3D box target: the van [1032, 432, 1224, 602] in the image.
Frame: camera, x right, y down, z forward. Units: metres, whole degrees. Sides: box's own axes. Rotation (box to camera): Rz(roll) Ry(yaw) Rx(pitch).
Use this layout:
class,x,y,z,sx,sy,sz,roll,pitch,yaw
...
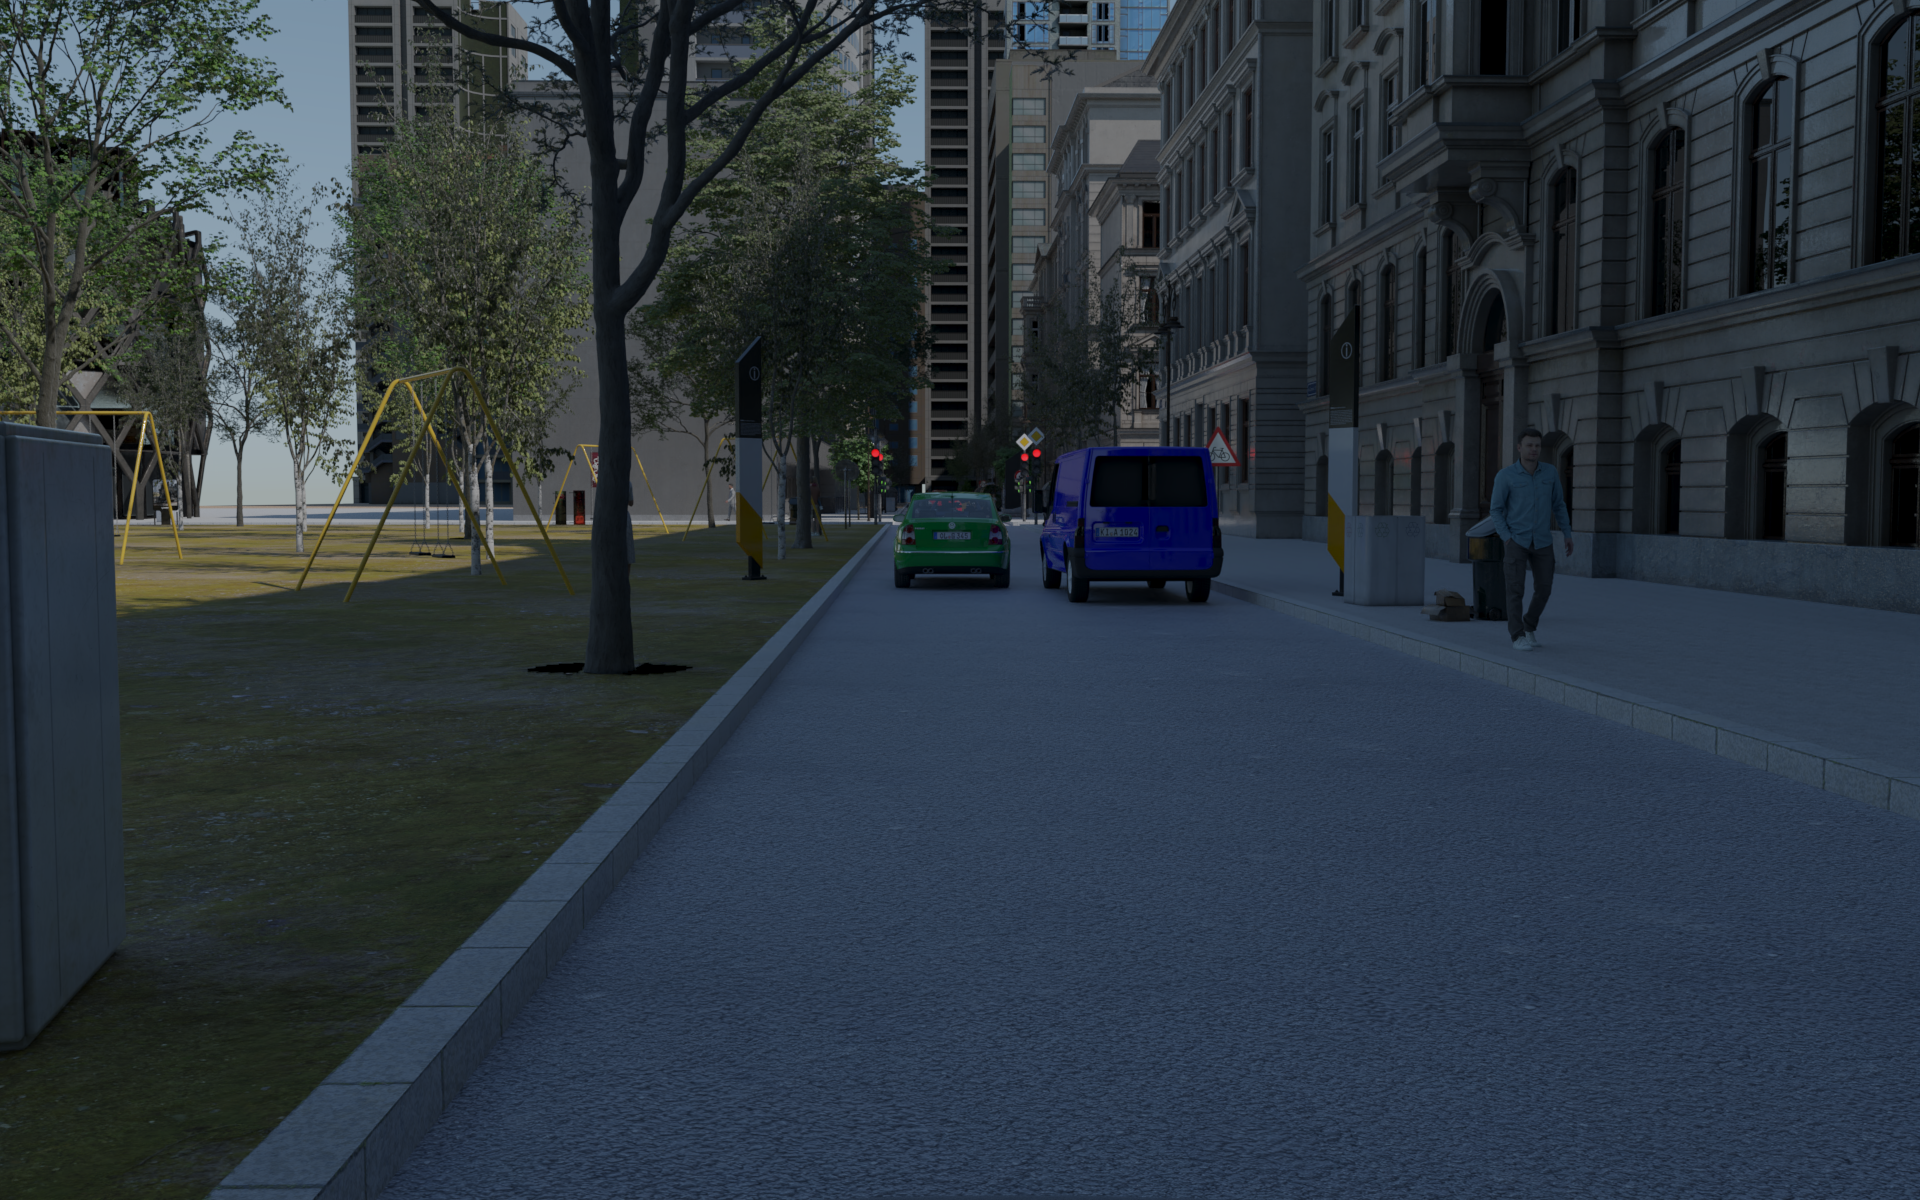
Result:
class,x,y,z,sx,sy,sz,roll,pitch,yaw
van,2.285,-1.236,24.589,2.240,2.365,5.245,0,4,-3

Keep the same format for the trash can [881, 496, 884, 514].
class,x,y,z,sx,sy,sz,roll,pitch,yaw
trash can,-5.046,-5.788,106.292,0.748,1.137,0.748,0,3,0

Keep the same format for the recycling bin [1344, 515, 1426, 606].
class,x,y,z,sx,sy,sz,roll,pitch,yaw
recycling bin,4.930,-0.463,20.132,0.722,1.027,0.722,-1,4,-9

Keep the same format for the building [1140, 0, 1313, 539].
class,x,y,z,sx,sy,sz,roll,pitch,yaw
building,13.192,-13.616,58.771,11.583,22.565,21.152,0,4,-1

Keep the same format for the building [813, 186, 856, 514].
class,x,y,z,sx,sy,sz,roll,pitch,yaw
building,-14.108,-20.035,124.843,12.463,27.353,25.104,0,4,-1

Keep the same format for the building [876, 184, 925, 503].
class,x,y,z,sx,sy,sz,roll,pitch,yaw
building,-12.149,-36.623,248.890,14.200,45.320,14.600,0,4,-1

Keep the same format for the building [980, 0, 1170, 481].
class,x,y,z,sx,sy,sz,roll,pitch,yaw
building,14.219,-54.985,211.681,22.319,86.520,31.000,0,4,-1

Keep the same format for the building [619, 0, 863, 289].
class,x,y,z,sx,sy,sz,roll,pitch,yaw
building,-20.342,-38.321,168.539,21.231,58.520,28.212,0,4,-1

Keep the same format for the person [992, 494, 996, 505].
class,x,y,z,sx,sy,sz,roll,pitch,yaw
person,2.326,-6.567,117.662,0.306,1.304,0.590,2,4,28

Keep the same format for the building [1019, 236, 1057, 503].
class,x,y,z,sx,sy,sz,roll,pitch,yaw
building,12.035,-19.518,138.209,14.460,24.649,34.723,0,4,-1

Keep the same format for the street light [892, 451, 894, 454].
class,x,y,z,sx,sy,sz,roll,pitch,yaw
street light,-5.947,-10.834,149.917,0.468,5.910,1.993,0,4,-1

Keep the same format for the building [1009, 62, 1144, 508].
class,x,y,z,sx,sy,sz,roll,pitch,yaw
building,11.661,-29.613,167.760,14.154,41.232,14.086,0,4,-1

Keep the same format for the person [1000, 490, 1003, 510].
class,x,y,z,sx,sy,sz,roll,pitch,yaw
person,3.542,-8.363,142.961,0.709,1.800,0.728,-3,4,-39

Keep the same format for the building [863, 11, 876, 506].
class,x,y,z,sx,sy,sz,roll,pitch,yaw
building,-21.104,-47.607,216.631,20.611,71.187,20.563,0,4,-1

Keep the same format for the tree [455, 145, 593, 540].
class,x,y,z,sx,sy,sz,roll,pitch,yaw
tree,-14.003,-7.517,48.658,9.928,11.665,9.643,0,3,0

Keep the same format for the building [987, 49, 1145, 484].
class,x,y,z,sx,sy,sz,roll,pitch,yaw
building,14.015,-34.416,186.397,21.300,48.544,21.600,0,4,-1

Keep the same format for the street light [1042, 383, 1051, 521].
class,x,y,z,sx,sy,sz,roll,pitch,yaw
street light,3.547,-6.067,71.979,0.468,5.910,1.993,0,4,-1

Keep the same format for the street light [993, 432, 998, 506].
class,x,y,z,sx,sy,sz,roll,pitch,yaw
street light,2.456,-9.031,120.452,0.468,5.910,1.993,0,4,-1

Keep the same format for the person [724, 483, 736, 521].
class,x,y,z,sx,sy,sz,roll,pitch,yaw
person,-10.722,-4.610,81.698,0.850,1.792,0.678,-1,4,-13

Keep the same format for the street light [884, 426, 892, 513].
class,x,y,z,sx,sy,sz,roll,pitch,yaw
street light,-4.999,-8.750,115.855,0.468,5.910,1.993,0,4,-1

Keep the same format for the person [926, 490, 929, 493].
class,x,y,z,sx,sy,sz,roll,pitch,yaw
person,-2.994,-9.243,159.644,0.705,1.821,1.348,-1,4,-13

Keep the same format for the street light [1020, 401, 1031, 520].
class,x,y,z,sx,sy,sz,roll,pitch,yaw
street light,3.269,-6.948,86.387,0.468,5.910,1.993,0,4,-1

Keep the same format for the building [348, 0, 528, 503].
class,x,y,z,sx,sy,sz,roll,pitch,yaw
building,-74.195,-49.573,248.776,20.611,71.187,20.563,0,4,-1

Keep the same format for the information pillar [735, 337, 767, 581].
class,x,y,z,sx,sy,sz,roll,pitch,yaw
information pillar,-3.122,-2.101,25.700,0.183,3.616,0.504,3,4,38

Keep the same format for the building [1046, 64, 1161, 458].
class,x,y,z,sx,sy,sz,roll,pitch,yaw
building,13.089,-19.643,108.549,14.401,28.519,23.554,0,4,-1

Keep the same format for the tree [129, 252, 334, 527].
class,x,y,z,sx,sy,sz,roll,pitch,yaw
tree,-28.465,-8.151,67.681,8.767,10.594,7.601,0,4,5

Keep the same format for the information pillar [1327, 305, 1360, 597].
class,x,y,z,sx,sy,sz,roll,pitch,yaw
information pillar,4.816,-1.857,21.718,0.183,3.616,0.504,-2,4,-27

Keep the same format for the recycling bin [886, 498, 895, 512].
class,x,y,z,sx,sy,sz,roll,pitch,yaw
recycling bin,-5.001,-6.790,123.564,0.722,1.027,0.722,0,4,-3

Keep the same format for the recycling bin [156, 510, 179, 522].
class,x,y,z,sx,sy,sz,roll,pitch,yaw
recycling bin,-36.112,-4.062,78.960,0.722,1.027,0.722,1,4,17

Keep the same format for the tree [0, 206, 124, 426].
class,x,y,z,sx,sy,sz,roll,pitch,yaw
tree,-23.253,-5.695,43.470,4.737,8.622,4.395,0,3,0

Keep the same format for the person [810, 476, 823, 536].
class,x,y,z,sx,sy,sz,roll,pitch,yaw
person,-4.474,-2.863,52.830,0.573,1.828,0.580,0,4,0

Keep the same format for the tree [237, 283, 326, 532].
class,x,y,z,sx,sy,sz,roll,pitch,yaw
tree,-22.308,-6.627,58.722,4.737,8.622,4.395,0,3,0

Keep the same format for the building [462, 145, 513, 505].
class,x,y,z,sx,sy,sz,roll,pitch,yaw
building,-45.826,-34.360,216.417,28.867,44.769,22.147,0,4,-1

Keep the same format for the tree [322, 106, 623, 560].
class,x,y,z,sx,sy,sz,roll,pitch,yaw
tree,-8.976,-5.098,33.712,4.737,8.622,4.395,0,3,0

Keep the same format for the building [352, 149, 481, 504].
class,x,y,z,sx,sy,sz,roll,pitch,yaw
building,-67.453,-34.847,219.851,14.200,45.320,14.600,0,4,-1

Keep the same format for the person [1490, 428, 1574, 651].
class,x,y,z,sx,sy,sz,roll,pitch,yaw
person,4.722,-0.510,14.399,0.660,1.820,0.620,-1,4,-9

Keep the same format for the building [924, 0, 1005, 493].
class,x,y,z,sx,sy,sz,roll,pitch,yaw
building,5.189,-49.708,250.970,20.611,71.187,20.563,0,4,-1

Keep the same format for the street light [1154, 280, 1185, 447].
class,x,y,z,sx,sy,sz,roll,pitch,yaw
street light,4.513,-3.960,37.528,0.468,5.910,1.993,0,4,-1

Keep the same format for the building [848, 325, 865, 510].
class,x,y,z,sx,sy,sz,roll,pitch,yaw
building,-13.490,-17.855,146.681,10.420,20.320,16.860,0,4,-1

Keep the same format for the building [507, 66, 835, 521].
class,x,y,z,sx,sy,sz,roll,pitch,yaw
building,-14.670,-16.996,96.954,14.314,24.678,30.058,0,4,-1

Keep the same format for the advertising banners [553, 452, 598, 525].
class,x,y,z,sx,sy,sz,roll,pitch,yaw
advertising banners,-15.870,-4.638,72.016,2.074,3.025,0.090,0,4,-7

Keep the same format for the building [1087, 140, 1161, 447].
class,x,y,z,sx,sy,sz,roll,pitch,yaw
building,16.539,-13.659,87.948,19.286,19.102,10.561,0,4,-1

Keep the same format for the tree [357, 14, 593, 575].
class,x,y,z,sx,sy,sz,roll,pitch,yaw
tree,-7.650,-4.692,27.073,4.360,8.622,3.978,0,3,0

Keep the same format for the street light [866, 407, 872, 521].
class,x,y,z,sx,sy,sz,roll,pitch,yaw
street light,-4.295,-6.638,81.315,0.468,5.910,1.993,0,4,-1

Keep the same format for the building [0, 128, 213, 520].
class,x,y,z,sx,sy,sz,roll,pitch,yaw
building,-48.308,-13.545,88.906,16.811,18.784,16.820,0,4,-1

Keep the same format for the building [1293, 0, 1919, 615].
class,x,y,z,sx,sy,sz,roll,pitch,yaw
building,15.037,-12.921,30.348,14.460,24.649,34.723,0,4,-1

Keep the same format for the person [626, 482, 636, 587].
class,x,y,z,sx,sy,sz,roll,pitch,yaw
person,-4.431,-0.958,22.277,0.524,1.755,0.480,3,5,41

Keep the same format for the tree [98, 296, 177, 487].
class,x,y,z,sx,sy,sz,roll,pitch,yaw
tree,-27.829,-6.768,61.023,4.360,8.622,3.978,0,3,0
